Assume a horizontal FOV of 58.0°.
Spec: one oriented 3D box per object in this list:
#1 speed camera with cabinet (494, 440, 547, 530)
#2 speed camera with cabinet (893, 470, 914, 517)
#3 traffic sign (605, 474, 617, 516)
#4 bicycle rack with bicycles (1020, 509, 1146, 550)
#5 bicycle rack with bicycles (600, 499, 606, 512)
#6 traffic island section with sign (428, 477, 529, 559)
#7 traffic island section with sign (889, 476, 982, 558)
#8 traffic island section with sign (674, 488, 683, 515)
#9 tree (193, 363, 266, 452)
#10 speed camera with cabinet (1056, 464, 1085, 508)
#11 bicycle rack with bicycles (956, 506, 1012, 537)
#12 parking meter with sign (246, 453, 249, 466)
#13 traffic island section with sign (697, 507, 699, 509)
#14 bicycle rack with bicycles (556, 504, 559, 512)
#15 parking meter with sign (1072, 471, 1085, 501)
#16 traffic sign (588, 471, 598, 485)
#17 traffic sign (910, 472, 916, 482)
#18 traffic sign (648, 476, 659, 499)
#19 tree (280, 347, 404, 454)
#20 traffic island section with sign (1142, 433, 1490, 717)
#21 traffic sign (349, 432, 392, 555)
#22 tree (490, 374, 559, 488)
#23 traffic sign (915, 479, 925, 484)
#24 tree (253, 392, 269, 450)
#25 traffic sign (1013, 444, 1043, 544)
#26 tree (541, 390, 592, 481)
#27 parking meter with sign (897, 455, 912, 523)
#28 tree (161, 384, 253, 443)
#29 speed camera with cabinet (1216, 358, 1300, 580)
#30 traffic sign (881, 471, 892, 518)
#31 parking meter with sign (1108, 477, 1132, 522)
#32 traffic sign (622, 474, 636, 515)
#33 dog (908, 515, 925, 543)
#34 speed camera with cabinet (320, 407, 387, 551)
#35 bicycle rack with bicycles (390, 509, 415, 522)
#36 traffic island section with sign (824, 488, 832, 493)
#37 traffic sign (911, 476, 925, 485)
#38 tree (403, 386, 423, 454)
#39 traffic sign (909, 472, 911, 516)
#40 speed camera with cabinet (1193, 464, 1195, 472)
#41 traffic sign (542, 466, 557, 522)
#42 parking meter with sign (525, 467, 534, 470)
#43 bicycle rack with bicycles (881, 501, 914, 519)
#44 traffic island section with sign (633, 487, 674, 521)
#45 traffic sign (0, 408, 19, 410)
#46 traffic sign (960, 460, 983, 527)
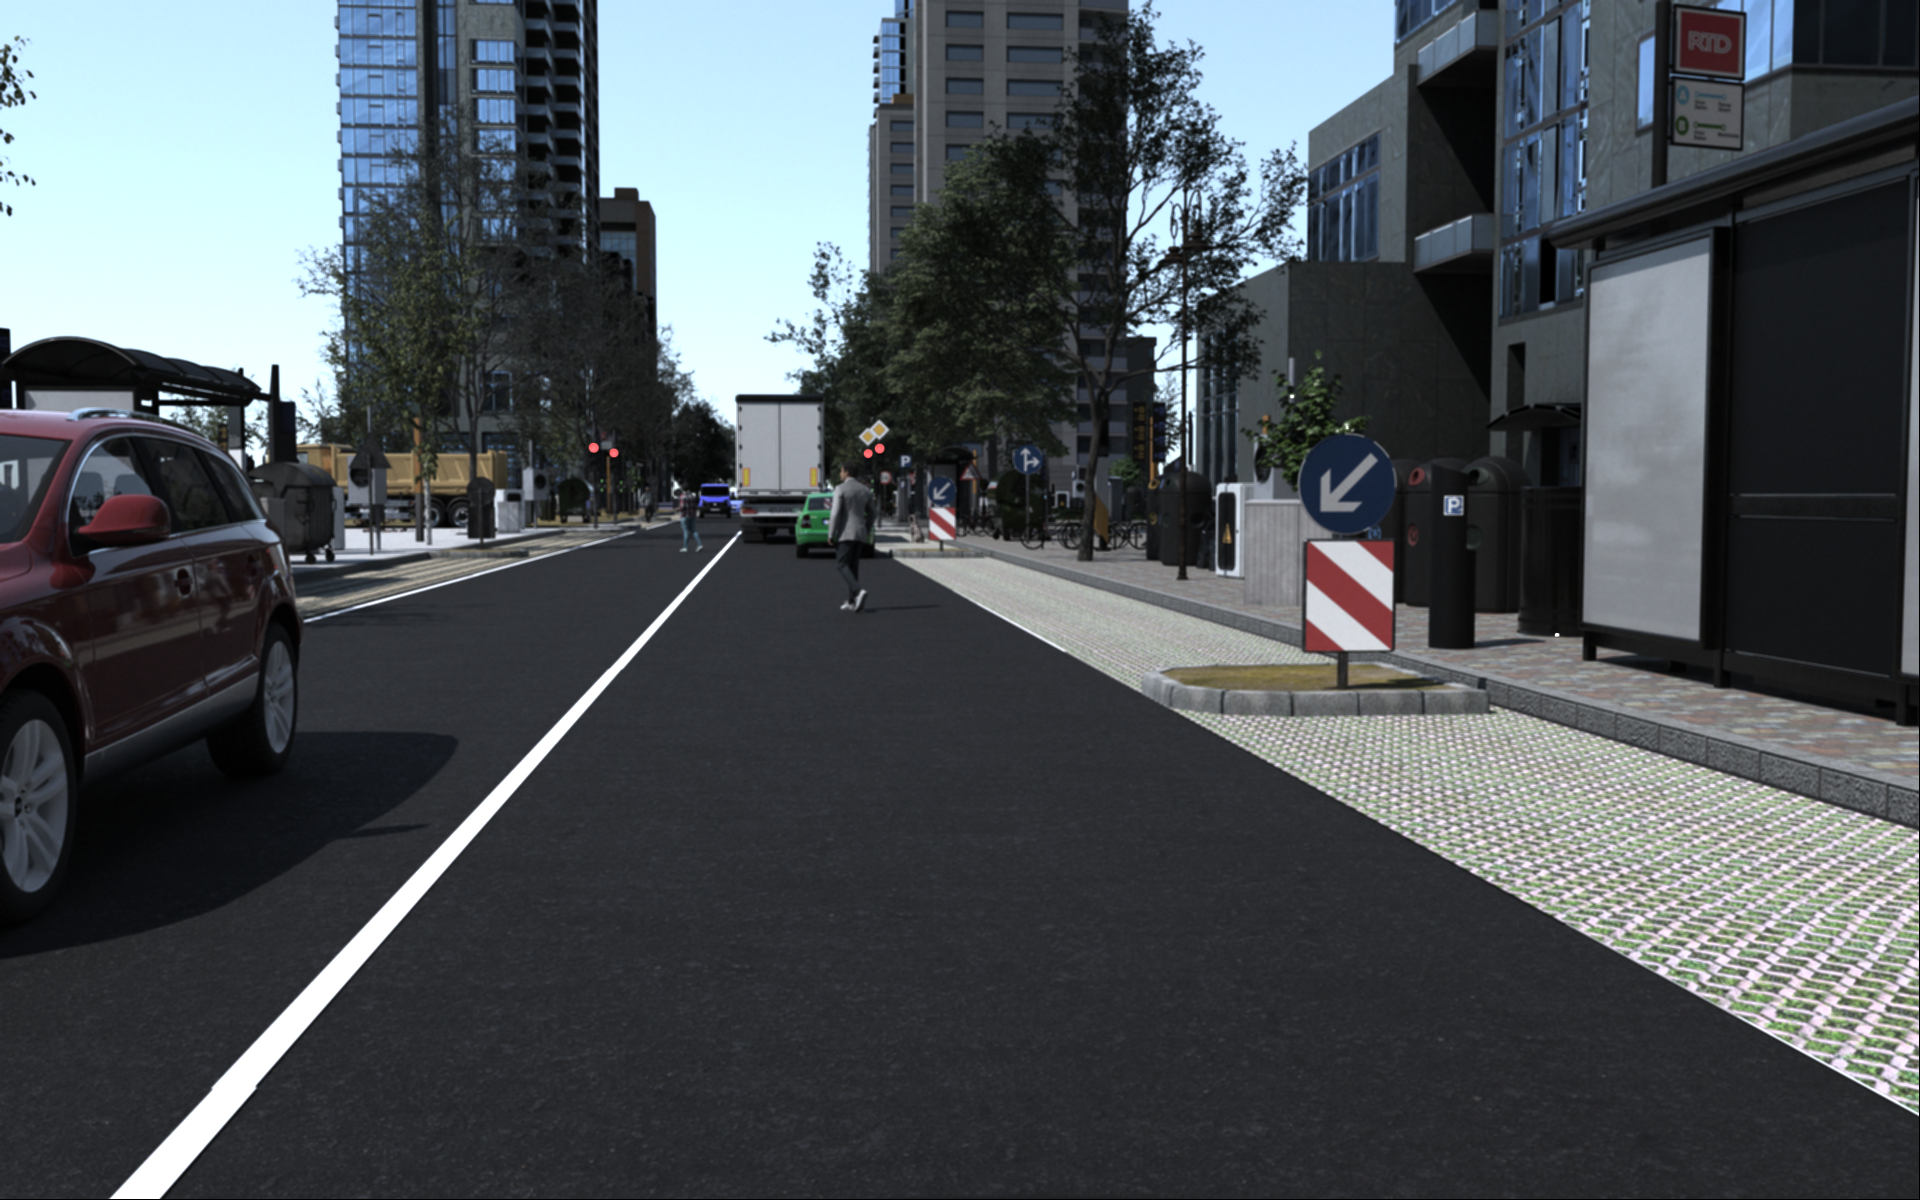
[{"bbox_3d":[-15.908,-4.182,62.719,0.660,3.252,2.038,2,4,34],"label":"speed camera with cabinet"},{"bbox_3d":[-3.284,-6.324,97.740,0.660,3.252,2.038,-1,4,-14],"label":"speed camera with cabinet"},{"bbox_3d":[-20.091,-6.102,99.866,0.768,2.556,0.104,0,4,2],"label":"traffic sign"},{"bbox_3d":[3.158,-1.664,40.591,2.925,0.926,2.852,1,4,23],"label":"bicycle rack with bicycles"},{"bbox_3d":[-24.328,-6.621,121.637,2.852,0.926,2.925,0,4,-5],"label":"bicycle rack with bicycles"},{"bbox_3d":[-10.839,-1.867,39.158,1.989,1.847,2.006,0,4,-6],"label":"traffic island section with sign"},{"bbox_3d":[-0.592,-1.880,39.369,1.989,1.847,2.006,0,4,-6],"label":"traffic island section with sign"},{"bbox_3d":[-19.589,-6.875,121.026,1.989,1.847,2.006,0,4,-6],"label":"traffic island section with sign"},{"bbox_3d":[-41.486,-9.025,97.928,4.737,8.622,4.395,0,3,0],"label":"tree"},{"bbox_3d":[7.157,-7.307,113.809,2.038,3.252,0.660,-1,4,-15],"label":"speed camera with cabinet"},{"bbox_3d":[1.084,-2.434,53.182,2.925,0.926,2.852,0,4,-5],"label":"bicycle rack with bicycles"},{"bbox_3d":[-31.121,-4.724,73.491,0.543,3.016,1.738,3,4,37],"label":"parking meter with sign"},{"bbox_3d":[-24.982,-9.959,171.461,1.989,1.847,2.006,0,4,-6],"label":"traffic island section with sign"},{"bbox_3d":[-29.317,-6.567,120.746,2.925,0.926,2.852,0,4,6],"label":"bicycle rack with bicycles"},{"bbox_3d":[9.560,-8.392,133.462,1.738,3.016,0.543,-1,4,-15],"label":"parking meter with sign"},{"bbox_3d":[-20.005,-5.798,94.909,0.768,2.556,0.104,0,4,0],"label":"traffic sign"},{"bbox_3d":[-2.530,-6.132,100.357,0.768,2.556,0.104,0,4,-1],"label":"traffic sign"},{"bbox_3d":[-21.640,-7.479,122.394,0.768,2.556,0.104,0,4,2],"label":"traffic sign"},{"bbox_3d":[-30.794,-8.271,85.588,4.360,8.622,3.978,0,3,0],"label":"tree"},{"bbox_3d":[2.333,-0.208,12.025,1.989,1.847,2.006,0,4,-6],"label":"traffic island section with sign"},{"bbox_3d":[-12.341,-2.218,36.260,0.884,2.594,0.081,0,4,-3],"label":"traffic sign"},{"bbox_3d":[-24.351,-9.023,97.882,4.360,8.622,3.978,0,3,0],"label":"tree"},{"bbox_3d":[-2.160,-5.951,97.397,0.768,2.556,0.104,0,4,-1],"label":"traffic sign"},{"bbox_3d":[-48.902,-10.649,124.473,4.360,8.622,3.978,0,3,0],"label":"tree"},{"bbox_3d":[1.749,-2.718,44.550,0.768,2.556,0.104,0,4,3],"label":"traffic sign"},{"bbox_3d":[-26.493,-10.123,115.878,4.737,8.622,4.395,0,3,0],"label":"tree"},{"bbox_3d":[-2.569,-5.028,78.475,0.543,3.016,1.738,-1,4,-9],"label":"parking meter with sign"},{"bbox_3d":[-45.907,-9.407,104.161,4.360,8.622,3.978,0,3,0],"label":"tree"},{"bbox_3d":[4.478,-1.929,25.871,0.660,3.252,2.038,-1,4,-15],"label":"speed camera with cabinet"},{"bbox_3d":[-4.012,-5.646,92.414,0.768,2.556,0.104,0,4,2],"label":"traffic sign"},{"bbox_3d":[6.726,-4.844,75.462,1.738,3.016,0.543,-3,4,-37],"label":"parking meter with sign"},{"bbox_3d":[-20.261,-6.492,106.148,0.884,2.594,0.081,0,4,-5],"label":"traffic sign"},{"bbox_3d":[-1.286,-2.056,50.444,0.513,0.831,0.800,0,4,3],"label":"dog"},{"bbox_3d":[-14.055,-2.744,39.206,2.038,3.252,0.660,1,4,11],"label":"speed camera with cabinet"},{"bbox_3d":[-25.613,-4.167,81.505,2.852,0.926,2.925,3,4,36],"label":"bicycle rack with bicycles"},{"bbox_3d":[-9.469,-6.958,122.387,1.989,1.847,2.006,0,4,-6],"label":"traffic island section with sign"},{"bbox_3d":[-2.439,-6.096,99.669,0.884,2.594,0.081,0,4,-1],"label":"traffic sign"},{"bbox_3d":[-30.912,-8.773,93.806,4.360,8.622,3.978,0,3,0],"label":"tree"},{"bbox_3d":[-2.912,-6.215,101.617,0.884,2.594,0.081,0,4,-2],"label":"traffic sign"},{"bbox_3d":[16.052,-7.362,114.701,0.660,3.252,2.038,-2,4,-30],"label":"speed camera with cabinet"},{"bbox_3d":[-18.852,-4.852,79.437,0.768,2.556,0.104,0,4,2],"label":"traffic sign"},{"bbox_3d":[-27.492,-7.070,111.848,0.543,3.016,1.738,0,4,5],"label":"parking meter with sign"},{"bbox_3d":[-2.596,-4.664,89.637,2.852,0.926,2.925,-2,4,-31],"label":"bicycle rack with bicycles"},{"bbox_3d":[-16.707,-5.219,93.965,1.989,1.847,2.006,0,4,-6],"label":"traffic island section with sign"},{"bbox_3d":[-11.498,-1.133,20.648,0.606,2.300,0.079,0,4,-6],"label":"traffic sign"},{"bbox_3d":[0.424,-4.011,65.579,0.884,2.594,0.081,0,4,3],"label":"traffic sign"}]
